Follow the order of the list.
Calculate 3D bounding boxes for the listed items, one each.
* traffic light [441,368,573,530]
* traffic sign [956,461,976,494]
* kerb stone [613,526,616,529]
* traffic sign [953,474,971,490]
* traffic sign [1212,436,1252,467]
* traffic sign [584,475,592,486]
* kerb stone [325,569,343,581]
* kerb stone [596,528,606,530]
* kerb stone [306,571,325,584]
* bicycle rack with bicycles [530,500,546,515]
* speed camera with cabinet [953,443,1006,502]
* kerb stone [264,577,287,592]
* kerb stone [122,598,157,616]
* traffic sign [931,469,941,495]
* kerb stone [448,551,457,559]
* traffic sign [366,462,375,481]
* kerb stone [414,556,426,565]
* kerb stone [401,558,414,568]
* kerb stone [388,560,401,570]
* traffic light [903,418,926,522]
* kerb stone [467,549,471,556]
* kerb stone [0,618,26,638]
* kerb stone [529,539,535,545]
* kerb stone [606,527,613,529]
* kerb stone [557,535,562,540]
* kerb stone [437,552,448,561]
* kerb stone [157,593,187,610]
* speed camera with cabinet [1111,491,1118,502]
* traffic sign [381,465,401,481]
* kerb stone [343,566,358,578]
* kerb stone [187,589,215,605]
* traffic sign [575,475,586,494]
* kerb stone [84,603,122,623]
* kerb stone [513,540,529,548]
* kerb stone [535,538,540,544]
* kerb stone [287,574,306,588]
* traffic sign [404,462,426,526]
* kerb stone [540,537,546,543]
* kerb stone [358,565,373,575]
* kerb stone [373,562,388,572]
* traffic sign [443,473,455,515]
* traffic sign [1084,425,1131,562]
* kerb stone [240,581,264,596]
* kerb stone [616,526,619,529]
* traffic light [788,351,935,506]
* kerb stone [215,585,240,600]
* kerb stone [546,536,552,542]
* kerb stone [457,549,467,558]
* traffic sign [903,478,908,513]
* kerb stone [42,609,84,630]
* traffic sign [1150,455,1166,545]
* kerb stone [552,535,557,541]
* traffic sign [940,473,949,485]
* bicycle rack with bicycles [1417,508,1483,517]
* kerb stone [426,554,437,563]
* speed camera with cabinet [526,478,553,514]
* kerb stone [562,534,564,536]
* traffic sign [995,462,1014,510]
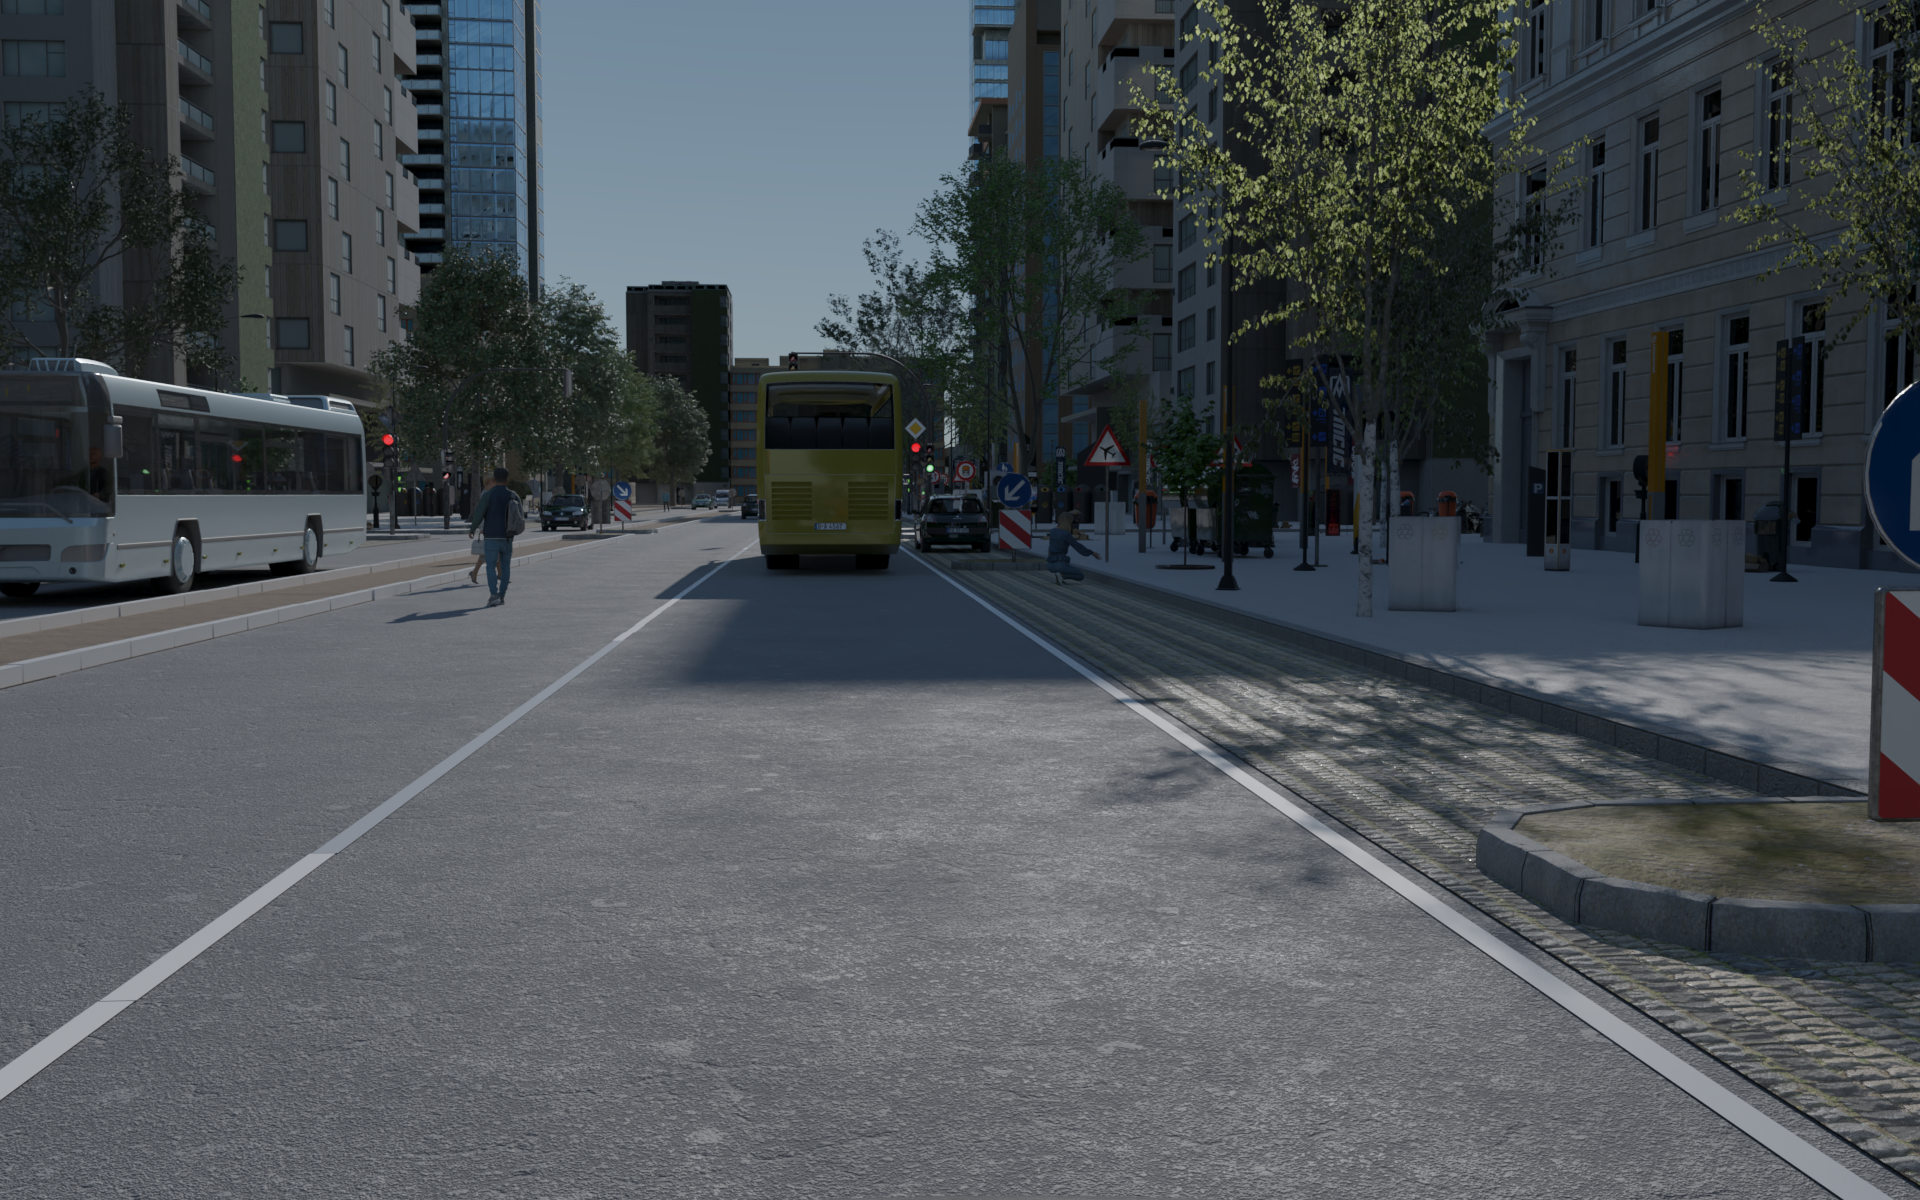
[{"bbox_3d":[-16.434,-5.380,62.639,4.771,5.953,1.251,0,4,-5],"label":"traffic light"},{"bbox_3d":[0.225,-4.028,65.957,0.768,2.556,0.104,0,4,-2],"label":"traffic sign"},{"bbox_3d":[-13.556,-2.746,67.087,0.120,0.150,1.000,0,4,-5],"label":"kerb stone"},{"bbox_3d":[0.056,-4.686,76.613,0.884,2.594,0.081,0,4,-3],"label":"traffic sign"},{"bbox_3d":[5.221,-2.055,33.610,0.884,2.594,0.081,0,4,1],"label":"traffic sign"},{"bbox_3d":[-25.257,-7.165,117.252,0.768,2.556,0.104,0,4,3],"label":"traffic sign"},{"bbox_3d":[-10.487,-0.400,28.732,0.120,0.150,1.000,0,4,-5],"label":"kerb stone"},{"bbox_3d":[-13.314,-2.558,64.029,0.120,0.150,1.000,0,4,-5],"label":"kerb stone"},{"bbox_3d":[-10.403,-0.337,27.712,0.120,0.150,1.000,0,4,-5],"label":"kerb stone"},{"bbox_3d":[-25.029,-5.816,108.469,2.925,0.926,2.852,2,4,31],"label":"bicycle rack with bicycles"},{"bbox_3d":[0.758,-4.430,66.763,2.038,3.252,0.660,-2,4,-27],"label":"speed camera with cabinet"},{"bbox_3d":[-10.239,-0.213,25.675,0.120,0.150,1.000,0,4,-5],"label":"kerb stone"},{"bbox_3d":[-9.830,0.099,20.572,0.120,0.150,1.000,0,4,-5],"label":"kerb stone"},{"bbox_3d":[-1.360,-5.384,88.139,0.768,2.556,0.104,0,4,-4],"label":"traffic sign"},{"bbox_3d":[-11.225,-0.962,37.920,0.120,0.150,1.000,0,4,-5],"label":"kerb stone"},{"bbox_3d":[-23.203,-4.124,67.531,0.768,2.556,0.104,0,4,2],"label":"traffic sign"},{"bbox_3d":[-10.972,-0.772,34.857,0.120,0.150,1.000,0,4,-5],"label":"kerb stone"},{"bbox_3d":[-10.894,-0.712,33.838,0.120,0.150,1.000,0,4,-5],"label":"kerb stone"},{"bbox_3d":[-10.818,-0.650,32.816,0.120,0.150,1.000,0,4,-5],"label":"kerb stone"},{"bbox_3d":[-1.655,-4.580,63.796,0.839,4.253,0.868,0,4,-5],"label":"traffic light"},{"bbox_3d":[-11.387,-1.086,39.958,0.120,0.150,1.000,0,4,-5],"label":"kerb stone"},{"bbox_3d":[-9.589,0.287,17.505,0.120,0.150,1.000,0,4,-5],"label":"kerb stone"},{"bbox_3d":[-12.036,-1.586,48.131,0.120,0.150,1.000,0,4,-5],"label":"kerb stone"},{"bbox_3d":[-13.468,-2.683,66.069,0.120,0.150,1.000,0,4,-5],"label":"kerb stone"},{"bbox_3d":[-12.443,-1.892,53.236,0.120,0.150,1.000,0,4,-5],"label":"kerb stone"},{"bbox_3d":[-11.140,-0.899,36.899,0.120,0.150,1.000,0,4,-5],"label":"kerb stone"},{"bbox_3d":[-9.920,0.039,21.593,0.120,0.150,1.000,0,4,-5],"label":"kerb stone"},{"bbox_3d":[6.949,-5.691,87.389,2.038,3.252,0.660,2,4,35],"label":"speed camera with cabinet"},{"bbox_3d":[-22.387,-4.164,68.181,0.768,2.556,0.104,0,4,-1],"label":"traffic sign"},{"bbox_3d":[-10.574,-0.462,29.750,0.120,0.150,1.000,0,4,-5],"label":"kerb stone"},{"bbox_3d":[-10.000,-0.026,22.613,0.120,0.150,1.000,0,4,-5],"label":"kerb stone"},{"bbox_3d":[-25.571,-7.124,116.591,0.768,2.556,0.104,0,4,-3],"label":"traffic sign"},{"bbox_3d":[-9.757,0.162,19.548,0.120,0.150,1.000,0,4,-5],"label":"kerb stone"},{"bbox_3d":[-11.951,-1.524,47.112,0.120,0.150,1.000,0,4,-5],"label":"kerb stone"},{"bbox_3d":[-12.123,-1.647,49.156,0.120,0.150,1.000,0,4,-5],"label":"kerb stone"},{"bbox_3d":[-10.325,-0.275,26.693,0.120,0.150,1.000,0,4,-5],"label":"kerb stone"},{"bbox_3d":[-21.941,-4.265,69.741,0.884,2.594,0.081,0,4,2],"label":"traffic sign"},{"bbox_3d":[-12.198,-1.708,50.175,0.120,0.150,1.000,0,4,-5],"label":"kerb stone"},{"bbox_3d":[-10.660,-0.523,30.774,0.120,0.150,1.000,0,4,-5],"label":"kerb stone"},{"bbox_3d":[-10.730,-0.575,31.794,0.120,0.150,1.000,0,4,-5],"label":"kerb stone"},{"bbox_3d":[-25.261,-5.110,85.686,0.606,2.300,0.079,0,4,1],"label":"traffic sign"},{"bbox_3d":[2.760,-1.986,32.483,0.884,2.594,0.081,0,4,-3],"label":"traffic sign"},{"bbox_3d":[-10.164,-0.150,24.654,0.120,0.150,1.000,0,4,-5],"label":"kerb stone"},{"bbox_3d":[-13.638,-2.803,68.109,0.120,0.150,1.000,0,4,-5],"label":"kerb stone"},{"bbox_3d":[-3.098,-4.946,55.529,4.771,5.953,1.251,0,4,-5],"label":"traffic light"},{"bbox_3d":[-10.086,-0.081,23.633,0.120,0.150,1.000,0,4,-5],"label":"kerb stone"},{"bbox_3d":[-12.282,-1.769,51.193,0.120,0.150,1.000,0,4,-5],"label":"kerb stone"},{"bbox_3d":[-11.303,-1.022,38.939,0.120,0.150,1.000,0,4,-5],"label":"kerb stone"},{"bbox_3d":[-3.680,-7.017,114.835,0.768,2.556,0.104,0,4,-2],"label":"traffic sign"},{"bbox_3d":[-9.673,0.227,18.524,0.120,0.150,1.000,0,4,-5],"label":"kerb stone"},{"bbox_3d":[5.186,-2.680,43.926,0.768,2.556,0.104,0,4,1],"label":"traffic sign"},{"bbox_3d":[-12.368,-1.830,52.217,0.120,0.150,1.000,0,4,-5],"label":"kerb stone"},{"bbox_3d":[-1.037,-6.355,104.004,0.768,2.556,0.104,0,4,3],"label":"traffic sign"},{"bbox_3d":[18.893,-3.207,65.816,2.925,0.926,2.852,1,4,19],"label":"bicycle rack with bicycles"},{"bbox_3d":[-11.062,-0.837,35.875,0.120,0.150,1.000,0,4,-5],"label":"kerb stone"},{"bbox_3d":[-27.642,-7.339,114.334,0.660,3.252,2.038,3,4,38],"label":"speed camera with cabinet"},{"bbox_3d":[-12.529,-1.962,54.273,0.120,0.150,1.000,0,4,-5],"label":"kerb stone"},{"bbox_3d":[1.798,-4.262,69.782,0.768,2.556,0.104,0,4,3],"label":"traffic sign"}]
